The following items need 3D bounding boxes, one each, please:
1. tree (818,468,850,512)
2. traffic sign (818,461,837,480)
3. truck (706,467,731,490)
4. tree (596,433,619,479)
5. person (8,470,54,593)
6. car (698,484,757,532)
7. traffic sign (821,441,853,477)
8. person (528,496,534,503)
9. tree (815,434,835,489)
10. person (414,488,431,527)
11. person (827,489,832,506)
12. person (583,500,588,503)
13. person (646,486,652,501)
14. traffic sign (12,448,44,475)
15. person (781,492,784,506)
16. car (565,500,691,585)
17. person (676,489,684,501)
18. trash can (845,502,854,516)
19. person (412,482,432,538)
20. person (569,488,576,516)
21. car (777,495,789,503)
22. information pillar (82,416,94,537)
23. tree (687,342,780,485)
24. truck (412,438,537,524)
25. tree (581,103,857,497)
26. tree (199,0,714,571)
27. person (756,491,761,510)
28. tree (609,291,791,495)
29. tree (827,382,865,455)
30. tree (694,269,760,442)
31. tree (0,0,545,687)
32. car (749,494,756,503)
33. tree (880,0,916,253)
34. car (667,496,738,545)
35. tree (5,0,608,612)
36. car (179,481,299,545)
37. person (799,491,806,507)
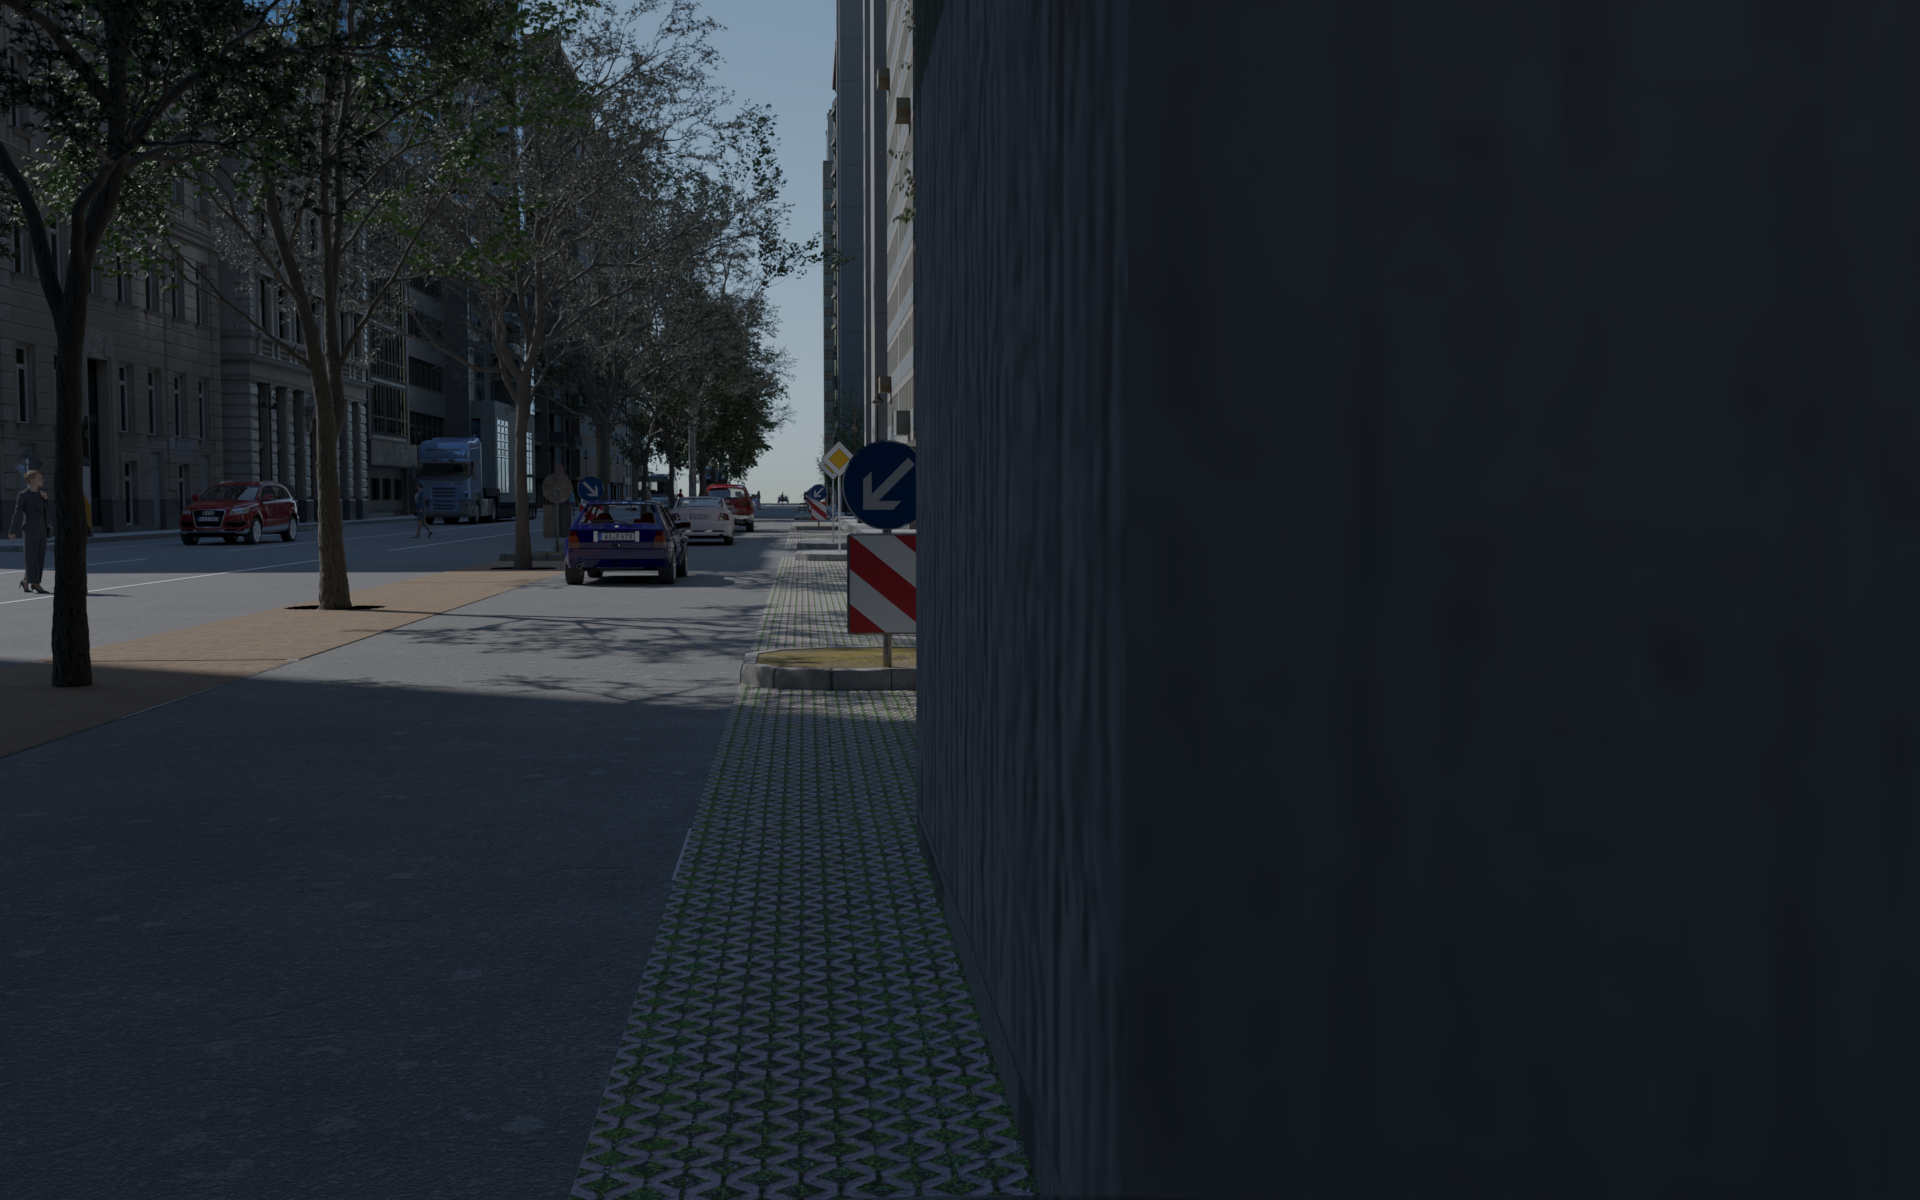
[{"bbox_3d":[-8.467,-8.576,123.929,4.285,4.588,4.351,0,3,0],"label":"tree"},{"bbox_3d":[-3.352,-2.680,46.002,0.795,2.593,0.064,0,4,-5],"label":"traffic sign"},{"bbox_3d":[-24.345,-11.330,175.004,2.967,4.110,18.799,0,4,-5],"label":"truck"},{"bbox_3d":[-40.619,-15.025,196.019,4.360,8.622,3.978,0,3,0],"label":"tree"},{"bbox_3d":[-13.454,-0.987,25.062,0.534,1.772,0.576,0,4,-5],"label":"person"},{"bbox_3d":[-8.949,-3.544,66.620,2.281,1.827,5.304,0,4,-7],"label":"car"},{"bbox_3d":[-2.631,-2.193,38.050,0.795,2.593,0.064,0,4,-5],"label":"traffic sign"},{"bbox_3d":[-25.271,-5.461,102.073,0.425,1.301,0.394,-3,5,-44],"label":"person"},{"bbox_3d":[-15.342,-15.515,204.040,4.360,8.622,3.978,0,3,0],"label":"tree"},{"bbox_3d":[-23.359,-4.059,75.229,0.716,1.782,0.532,-2,4,-35],"label":"person"},{"bbox_3d":[-13.863,-10.904,184.304,0.705,1.826,1.348,1,4,21],"label":"person"},{"bbox_3d":[-32.488,-8.640,150.428,0.621,1.740,0.551,2,4,33],"label":"person"},{"bbox_3d":[-15.170,-4.598,83.870,0.583,1.804,0.606,-1,4,-23],"label":"person"},{"bbox_3d":[-23.765,-2.568,44.178,0.795,2.593,0.064,0,4,-5],"label":"traffic sign"},{"bbox_3d":[-21.869,-12.477,213.417,0.530,1.710,0.541,2,4,34],"label":"person"},{"bbox_3d":[-5.493,-0.992,28.805,1.945,1.354,3.894,0,4,-5],"label":"car"},{"bbox_3d":[-20.020,-7.090,124.361,0.705,1.831,1.348,2,4,25],"label":"person"},{"bbox_3d":[-6.416,-5.455,100.846,0.748,1.137,0.748,0,3,0],"label":"trash can"},{"bbox_3d":[-17.575,-2.939,56.576,0.654,1.822,0.581,-1,4,-16],"label":"person"},{"bbox_3d":[-24.966,-6.290,111.209,0.748,1.841,0.638,2,4,32],"label":"person"},{"bbox_3d":[-28.388,-16.245,278.182,1.945,1.354,3.894,0,4,-4],"label":"car"},{"bbox_3d":[-26.050,-3.684,51.594,0.183,3.616,0.504,0,4,-6],"label":"information pillar"},{"bbox_3d":[-14.821,-11.265,104.769,7.486,12.596,7.792,0,3,0],"label":"tree"},{"bbox_3d":[-24.432,-6.031,88.367,2.967,4.110,18.799,0,4,-4],"label":"truck"},{"bbox_3d":[-11.680,-13.728,82.794,12.611,20.169,13.585,0,3,0],"label":"tree"},{"bbox_3d":[-8.308,-7.319,32.499,12.009,13.543,11.850,0,3,0],"label":"tree"},{"bbox_3d":[-18.616,-9.241,160.266,0.621,1.740,0.551,0,4,-6],"label":"person"},{"bbox_3d":[-14.009,-10.678,94.047,9.611,12.733,9.660,0,3,0],"label":"tree"},{"bbox_3d":[-6.812,-10.064,114.902,4.737,8.622,4.395,0,3,0],"label":"tree"},{"bbox_3d":[-11.206,-7.567,60.591,8.767,10.594,7.601,0,4,-5],"label":"tree"},{"bbox_3d":[-6.594,-4.608,12.207,8.767,10.594,7.601,0,4,-5],"label":"tree"},{"bbox_3d":[-32.207,-15.714,266.514,1.945,1.707,3.694,0,4,-6],"label":"car"},{"bbox_3d":[1.342,-4.266,20.104,4.360,8.622,3.978,0,3,0],"label":"tree"},{"bbox_3d":[-7.438,-2.290,49.802,2.083,1.381,4.827,0,4,-7],"label":"car"},{"bbox_3d":[-7.865,-5.688,21.218,9.928,11.665,9.643,0,3,0],"label":"tree"},{"bbox_3d":[-20.930,-2.555,50.442,2.281,1.827,5.304,0,4,-3],"label":"car"},{"bbox_3d":[-17.401,-11.320,194.261,1.217,1.739,0.721,0,4,-6],"label":"person"}]
